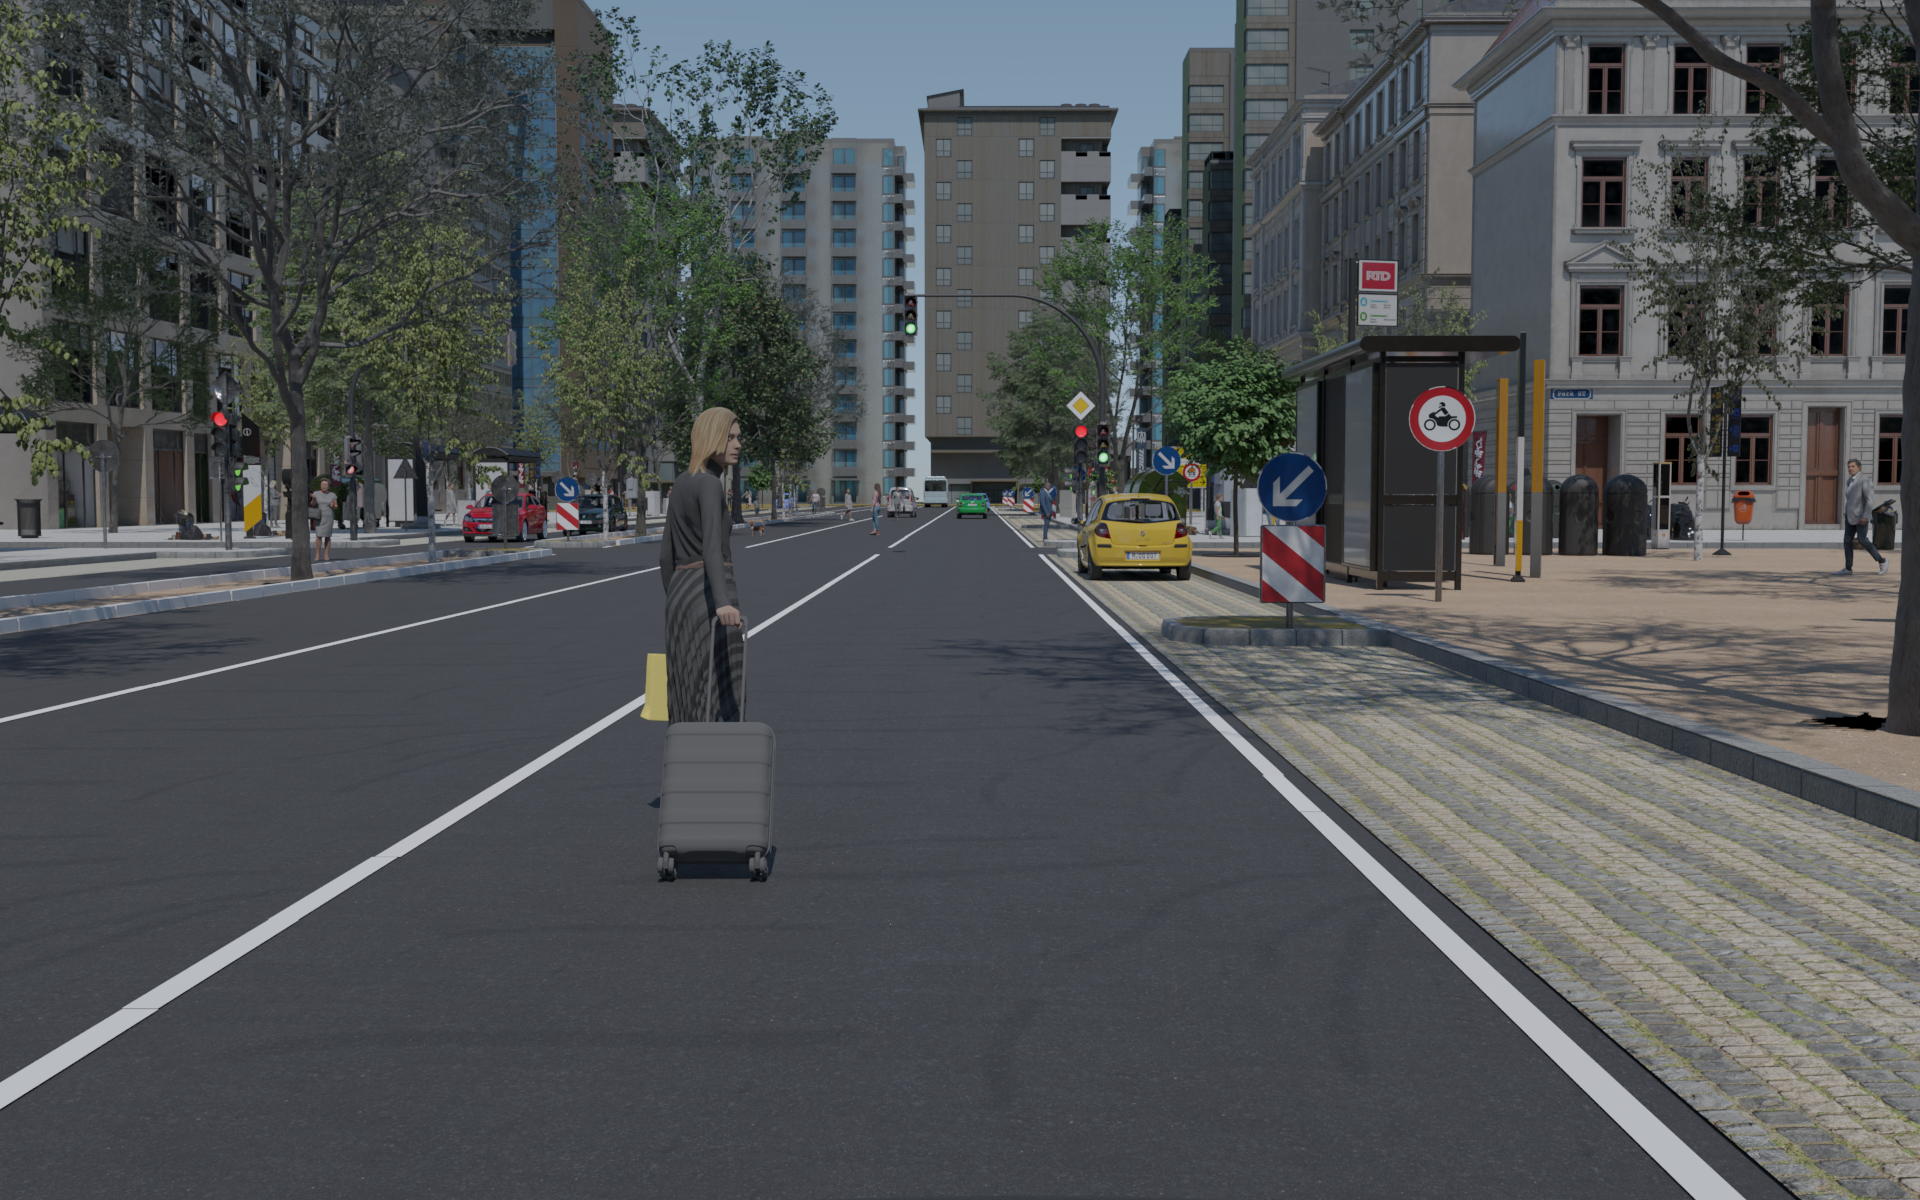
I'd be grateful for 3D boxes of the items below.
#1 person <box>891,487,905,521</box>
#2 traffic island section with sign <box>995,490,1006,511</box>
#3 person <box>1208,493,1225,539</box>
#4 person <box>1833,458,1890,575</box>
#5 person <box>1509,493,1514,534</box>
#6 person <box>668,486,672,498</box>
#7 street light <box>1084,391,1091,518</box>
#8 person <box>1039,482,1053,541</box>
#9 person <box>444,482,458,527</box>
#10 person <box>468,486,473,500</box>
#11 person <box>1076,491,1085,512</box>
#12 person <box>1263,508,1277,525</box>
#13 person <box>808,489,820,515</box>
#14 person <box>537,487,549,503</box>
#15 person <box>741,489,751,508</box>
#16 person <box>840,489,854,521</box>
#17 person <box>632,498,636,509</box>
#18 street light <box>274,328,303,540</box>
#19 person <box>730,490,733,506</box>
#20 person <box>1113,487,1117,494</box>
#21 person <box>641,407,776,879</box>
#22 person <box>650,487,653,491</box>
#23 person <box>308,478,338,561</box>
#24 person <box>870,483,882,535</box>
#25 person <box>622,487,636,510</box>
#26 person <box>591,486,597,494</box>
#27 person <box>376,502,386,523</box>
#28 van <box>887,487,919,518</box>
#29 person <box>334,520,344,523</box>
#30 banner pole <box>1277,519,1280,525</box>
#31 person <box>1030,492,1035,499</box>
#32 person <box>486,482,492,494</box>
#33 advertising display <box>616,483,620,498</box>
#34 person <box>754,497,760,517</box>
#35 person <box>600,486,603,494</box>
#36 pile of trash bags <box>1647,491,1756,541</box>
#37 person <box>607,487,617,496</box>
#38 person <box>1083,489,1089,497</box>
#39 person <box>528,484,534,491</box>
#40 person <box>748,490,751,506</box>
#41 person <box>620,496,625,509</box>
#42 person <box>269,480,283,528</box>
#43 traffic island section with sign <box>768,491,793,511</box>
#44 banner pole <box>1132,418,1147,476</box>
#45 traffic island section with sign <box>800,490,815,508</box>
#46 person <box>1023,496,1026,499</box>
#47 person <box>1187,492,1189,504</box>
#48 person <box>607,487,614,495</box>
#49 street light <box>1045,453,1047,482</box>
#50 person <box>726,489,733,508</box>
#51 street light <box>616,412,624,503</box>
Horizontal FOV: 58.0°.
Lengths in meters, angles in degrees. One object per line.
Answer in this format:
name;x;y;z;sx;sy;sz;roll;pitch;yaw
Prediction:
person;-3.310;-5.124;92.400;0.709;1.813;0.853;-2;4;-31
traffic island section with sign;4.266;-8.603;149.285;1.989;1.847;2.006;0;4;1
person;7.365;-2.407;49.647;0.590;1.304;0.306;-2;4;-23
person;14.247;-1.313;27.364;0.795;1.843;0.661;0;4;-3
person;15.294;-2.316;48.151;0.590;1.304;0.306;-1;4;-23
person;-19.703;-6.854;118.107;0.555;1.821;0.388;-1;4;-9
street light;5.737;-6.441;78.091;0.468;5.910;1.993;0;4;1
person;2.544;-2.594;51.089;0.419;1.800;0.721;1;4;11
person;-19.707;-3.684;67.022;0.466;1.731;0.760;1;4;12
person;-26.504;-5.384;94.095;0.654;1.822;0.581;0;4;8
person;8.580;-7.341;126.079;0.705;1.823;1.348;3;5;44
person;11.374;-3.436;62.895;0.731;1.740;0.598;-3;5;-42
person;-9.628;-6.415;114.051;0.731;1.740;0.598;-1;4;-15
person;-31.335;-7.534;129.301;1.350;1.814;0.705;-1;4;-12
person;-19.046;-9.032;154.501;0.721;1.735;1.217;3;4;37
person;-6.080;-5.155;93.529;0.760;1.731;0.466;0;4;-3
person;-27.826;-8.635;148.011;1.217;1.735;0.721;3;5;41
street light;-18.651;-4.620;48.327;0.468;5.910;1.993;0;4;1
person;-24.476;-10.995;186.260;0.568;1.767;0.683;3;5;42
person;6.643;-4.047;74.029;0.330;1.601;0.589;-2;4;-26
person;-1.060;0.102;7.045;0.699;1.804;1.509;0;4;0
person;-20.775;-6.750;116.680;0.678;1.792;0.850;0;4;-5
person;-13.638;-1.717;36.930;0.716;1.782;0.532;-2;4;-24
person;-2.931;-3.189;60.646;0.388;1.821;0.555;1;4;16
person;-26.669;-8.118;138.768;1.348;1.824;0.705;0;4;6
person;-16.992;-4.366;80.069;0.466;1.800;0.511;-2;4;-34
person;-25.358;-4.254;75.874;0.678;1.792;0.850;2;4;27
van;-3.558;-6.101;106.767;2.013;2.044;4.112;0;4;2
person;-27.859;-4.339;77.652;0.598;1.740;0.731;2;4;31
banner pole;9.237;-3.690;50.351;0.401;3.779;0.863;0;4;0
person;7.145;-9.810;169.621;0.799;1.438;0.628;3;4;38
person;-15.035;-2.887;55.727;0.581;1.822;0.654;1;4;12
advertising display;-19.116;-5.609;96.924;0.123;1.923;0.974;0;4;-6
person;-11.534;-5.202;98.231;0.332;1.250;0.352;0;4;8
person;-21.030;-5.820;101.541;0.599;1.781;0.374;2;4;31
pile of trash bags;20.282;-2.355;48.252;3.447;1.369;1.912;2;4;26
person;-25.896;-7.494;128.501;1.348;1.831;0.705;1;4;23
person;11.078;-8.763;149.836;0.721;1.766;1.217;-3;5;-43
person;-25.430;-5.938;102.491;0.648;1.900;0.474;2;4;35
person;-22.505;-10.896;184.859;0.551;1.740;0.621;1;4;17
person;-23.315;-6.536;118.397;0.738;1.151;1.012;2;4;34
person;-25.947;-3.639;65.722;0.526;1.800;0.537;0;4;-6
traffic island section with sign;-15.447;-8.615;149.477;1.989;1.847;2.006;0;4;1
banner pole;5.908;-4.126;57.473;0.863;3.779;0.401;-3;5;-40
traffic island section with sign;-15.201;-10.263;176.431;1.989;1.847;2.006;0;4;1
person;6.507;-10.103;171.950;0.721;1.735;1.217;-1;4;-16
person;17.209;-7.683;132.455;1.217;1.735;0.721;2;4;30
person;-23.394;-6.688;115.963;0.524;1.755;0.480;-1;4;-20
street light;6.050;-9.138;122.195;0.468;5.910;1.993;0;4;1
person;-20.595;-9.028;154.377;1.217;1.735;0.721;1;4;9
street light;-18.265;-7.371;93.299;0.468;5.910;1.993;0;4;1
